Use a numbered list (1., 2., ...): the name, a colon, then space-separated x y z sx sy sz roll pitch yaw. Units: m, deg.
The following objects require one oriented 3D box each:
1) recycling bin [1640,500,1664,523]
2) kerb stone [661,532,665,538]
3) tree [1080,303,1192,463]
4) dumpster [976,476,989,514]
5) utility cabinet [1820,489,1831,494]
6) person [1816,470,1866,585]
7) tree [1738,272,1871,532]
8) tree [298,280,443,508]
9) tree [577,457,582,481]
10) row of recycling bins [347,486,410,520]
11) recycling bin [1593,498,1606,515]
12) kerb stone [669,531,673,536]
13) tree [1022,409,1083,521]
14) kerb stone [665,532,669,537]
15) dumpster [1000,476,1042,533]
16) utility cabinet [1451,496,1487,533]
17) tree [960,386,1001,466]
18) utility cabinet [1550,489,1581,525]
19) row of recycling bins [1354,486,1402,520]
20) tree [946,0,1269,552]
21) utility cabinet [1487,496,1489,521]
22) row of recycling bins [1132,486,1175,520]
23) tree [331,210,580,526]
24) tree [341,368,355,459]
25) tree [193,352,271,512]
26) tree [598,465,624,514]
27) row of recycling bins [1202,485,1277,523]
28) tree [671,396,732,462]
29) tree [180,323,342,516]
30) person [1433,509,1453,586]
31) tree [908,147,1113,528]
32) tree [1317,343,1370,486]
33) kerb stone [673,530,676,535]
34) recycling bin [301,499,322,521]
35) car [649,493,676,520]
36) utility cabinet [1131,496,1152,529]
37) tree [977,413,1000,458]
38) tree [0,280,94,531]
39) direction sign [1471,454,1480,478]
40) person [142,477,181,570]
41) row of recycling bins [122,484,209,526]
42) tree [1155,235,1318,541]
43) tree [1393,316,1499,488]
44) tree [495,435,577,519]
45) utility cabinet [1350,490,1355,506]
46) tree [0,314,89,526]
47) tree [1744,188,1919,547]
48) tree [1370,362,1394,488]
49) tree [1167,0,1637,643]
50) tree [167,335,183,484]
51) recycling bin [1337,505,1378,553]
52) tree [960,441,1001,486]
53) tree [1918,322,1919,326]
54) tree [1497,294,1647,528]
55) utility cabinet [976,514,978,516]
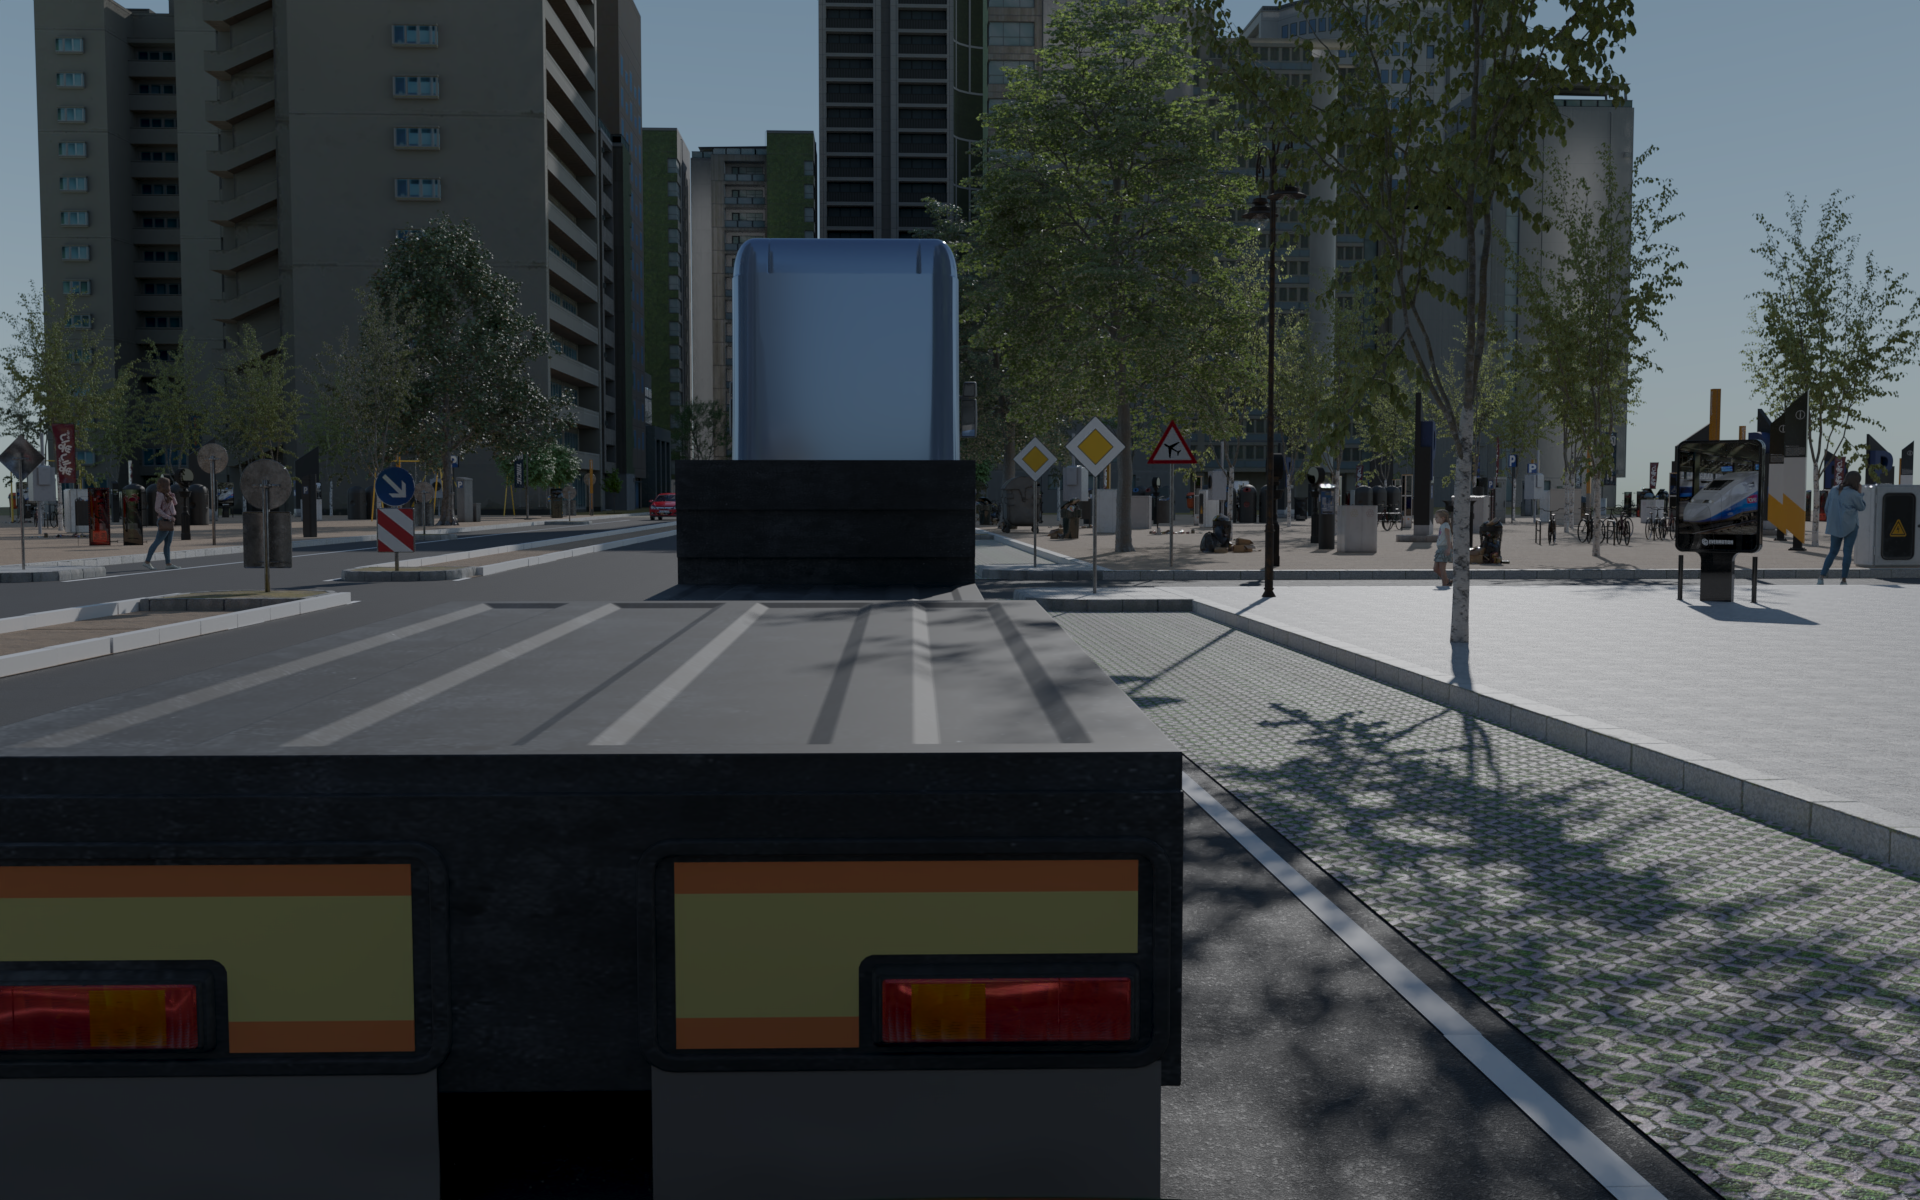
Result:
1. recycling bin: 30.463 -3.894 76.218 0.722 1.027 0.722 -3 4 -39
2. kerb stone: -9.818 -2.097 56.477 0.120 0.150 1.000 0 4 -3
3. tree: 9.134 -10.200 92.533 9.928 11.665 9.643 0 3 0
4. dumpster: 0.621 -4.962 83.620 1.502 2.255 1.985 0 4 -3
5. utility cabinet: 42.146 -4.596 83.817 1.173 1.500 0.318 -1 4 -23
6. person: 13.570 -1.096 26.689 0.793 1.790 0.793 2 4 27
7. tree: 28.202 -6.608 58.400 4.360 8.622 3.978 0 3 0
8. tree: -20.162 -6.676 59.514 4.360 8.622 3.978 0 3 0
9. tree: -22.779 -6.909 96.674 4.285 4.588 4.351 0 3 0
10. row of recycling bins: -29.477 -4.949 88.024 1.069 1.692 3.534 2 4 34
11. recycling bin: 38.651 -5.631 104.627 0.722 1.027 0.722 1 4 22
12. kerb stone: -9.918 -2.223 58.533 0.120 0.150 1.000 0 4 -3
13. tree: 4.510 -8.115 83.042 4.360 8.622 3.978 0 3 0
14. kerb stone: -9.868 -2.157 57.512 0.120 0.150 1.000 0 4 -3
15. dumpster: 2.025 -3.143 57.147 1.264 1.857 1.865 0 4 -3
16. utility cabinet: 16.794 -2.821 57.282 1.020 1.237 0.306 1 4 20
17. tree: 1.019 -9.154 100.036 4.737 8.622 4.395 0 3 0
18. utility cabinet: 24.541 -3.764 70.214 1.173 1.500 0.318 1 4 15
19. row of recycling bins: 20.769 -4.750 84.776 3.534 1.692 1.069 -2 4 -33
20. tree: 3.252 -7.341 38.153 7.486 12.596 7.792 0 3 0
21. utility cabinet: 20.033 -3.418 67.042 0.306 1.237 1.020 -2 4 -25
22. row of recycling bins: 9.159 -4.780 85.264 1.069 1.692 3.534 -3 5 -44
23. tree: -20.862 -9.383 70.415 9.611 12.733 9.660 0 3 0
24. tree: -36.853 -9.232 101.312 4.737 8.622 4.395 0 3 0
25. tree: -37.020 -8.488 89.138 4.360 8.622 3.978 0 3 0
26. tree: -22.726 -7.294 113.852 1.663 3.219 1.824 0 3 0
27. row of recycling bins: 12.358 -4.289 77.235 3.534 1.692 1.069 0 4 8
28. tree: -27.053 -15.660 181.793 9.928 11.665 9.643 0 3 0
29. tree: -29.852 -7.578 74.259 4.737 8.622 4.395 0 3 0
30. person: 6.995 -0.693 24.839 0.382 1.210 0.505 0 4 2
31. tree: 1.789 -9.659 64.584 9.857 13.997 8.962 0 3 0
32. tree: 12.959 -7.156 67.357 4.360 8.622 3.978 0 3 0
33. kerb stone: -9.976 -2.276 59.555 0.120 0.150 1.000 0 4 -3
34. recycling bin: -30.984 -4.293 82.738 0.722 1.027 0.722 1 4 9
35. car: -16.089 -5.325 96.097 2.155 1.783 4.494 0 4 -1
36. utility cabinet: 6.550 -3.223 63.861 1.020 1.237 0.306 2 4 30
37. tree: -0.845 -10.675 108.953 8.767 10.594 7.601 -2 4 -31
38. tree: -31.195 -6.724 60.295 4.737 8.622 4.395 0 3 0
39. direction sign: 28.985 -6.446 97.396 0.876 3.537 0.379 -3 5 -45
40. person: -15.185 -1.456 32.893 0.643 1.750 0.593 -1 4 -16
41. row of recycling bins: -32.176 -3.864 70.281 1.069 1.692 3.534 2 4 35
42. tree: 7.458 -5.964 47.874 4.360 8.622 3.978 0 3 0
43. tree: 20.964 -7.389 71.168 4.360 8.622 3.978 0 3 0
44. tree: -22.259 -6.437 88.967 4.285 4.588 4.351 0 3 0
45. utility cabinet: 23.133 -5.612 100.428 1.173 1.500 0.318 -3 4 -37
46. tree: -37.544 -7.334 70.277 4.360 8.622 3.978 0 3 0
47. tree: 20.956 -5.596 41.851 4.737 8.622 4.395 0 3 0
48. tree: 22.425 -8.611 91.148 4.360 8.622 3.978 0 3 0
49. tree: 4.170 -3.950 14.939 4.737 8.622 4.395 0 3 0
50. tree: -35.326 -7.818 78.188 4.737 8.622 4.395 0 3 0
51. recycling bin: 8.773 -1.573 38.267 0.722 1.027 0.722 0 4 -3
52. tree: 0.508 -6.613 91.844 4.285 4.588 4.351 0 3 0
53. tree: 21.154 -5.101 33.759 4.360 8.622 3.978 0 3 0
54. tree: 23.132 -6.990 64.647 4.360 8.622 3.978 0 3 0
55. utility cabinet: 0.705 -5.472 98.152 0.318 1.500 1.173 -1 4 -17
